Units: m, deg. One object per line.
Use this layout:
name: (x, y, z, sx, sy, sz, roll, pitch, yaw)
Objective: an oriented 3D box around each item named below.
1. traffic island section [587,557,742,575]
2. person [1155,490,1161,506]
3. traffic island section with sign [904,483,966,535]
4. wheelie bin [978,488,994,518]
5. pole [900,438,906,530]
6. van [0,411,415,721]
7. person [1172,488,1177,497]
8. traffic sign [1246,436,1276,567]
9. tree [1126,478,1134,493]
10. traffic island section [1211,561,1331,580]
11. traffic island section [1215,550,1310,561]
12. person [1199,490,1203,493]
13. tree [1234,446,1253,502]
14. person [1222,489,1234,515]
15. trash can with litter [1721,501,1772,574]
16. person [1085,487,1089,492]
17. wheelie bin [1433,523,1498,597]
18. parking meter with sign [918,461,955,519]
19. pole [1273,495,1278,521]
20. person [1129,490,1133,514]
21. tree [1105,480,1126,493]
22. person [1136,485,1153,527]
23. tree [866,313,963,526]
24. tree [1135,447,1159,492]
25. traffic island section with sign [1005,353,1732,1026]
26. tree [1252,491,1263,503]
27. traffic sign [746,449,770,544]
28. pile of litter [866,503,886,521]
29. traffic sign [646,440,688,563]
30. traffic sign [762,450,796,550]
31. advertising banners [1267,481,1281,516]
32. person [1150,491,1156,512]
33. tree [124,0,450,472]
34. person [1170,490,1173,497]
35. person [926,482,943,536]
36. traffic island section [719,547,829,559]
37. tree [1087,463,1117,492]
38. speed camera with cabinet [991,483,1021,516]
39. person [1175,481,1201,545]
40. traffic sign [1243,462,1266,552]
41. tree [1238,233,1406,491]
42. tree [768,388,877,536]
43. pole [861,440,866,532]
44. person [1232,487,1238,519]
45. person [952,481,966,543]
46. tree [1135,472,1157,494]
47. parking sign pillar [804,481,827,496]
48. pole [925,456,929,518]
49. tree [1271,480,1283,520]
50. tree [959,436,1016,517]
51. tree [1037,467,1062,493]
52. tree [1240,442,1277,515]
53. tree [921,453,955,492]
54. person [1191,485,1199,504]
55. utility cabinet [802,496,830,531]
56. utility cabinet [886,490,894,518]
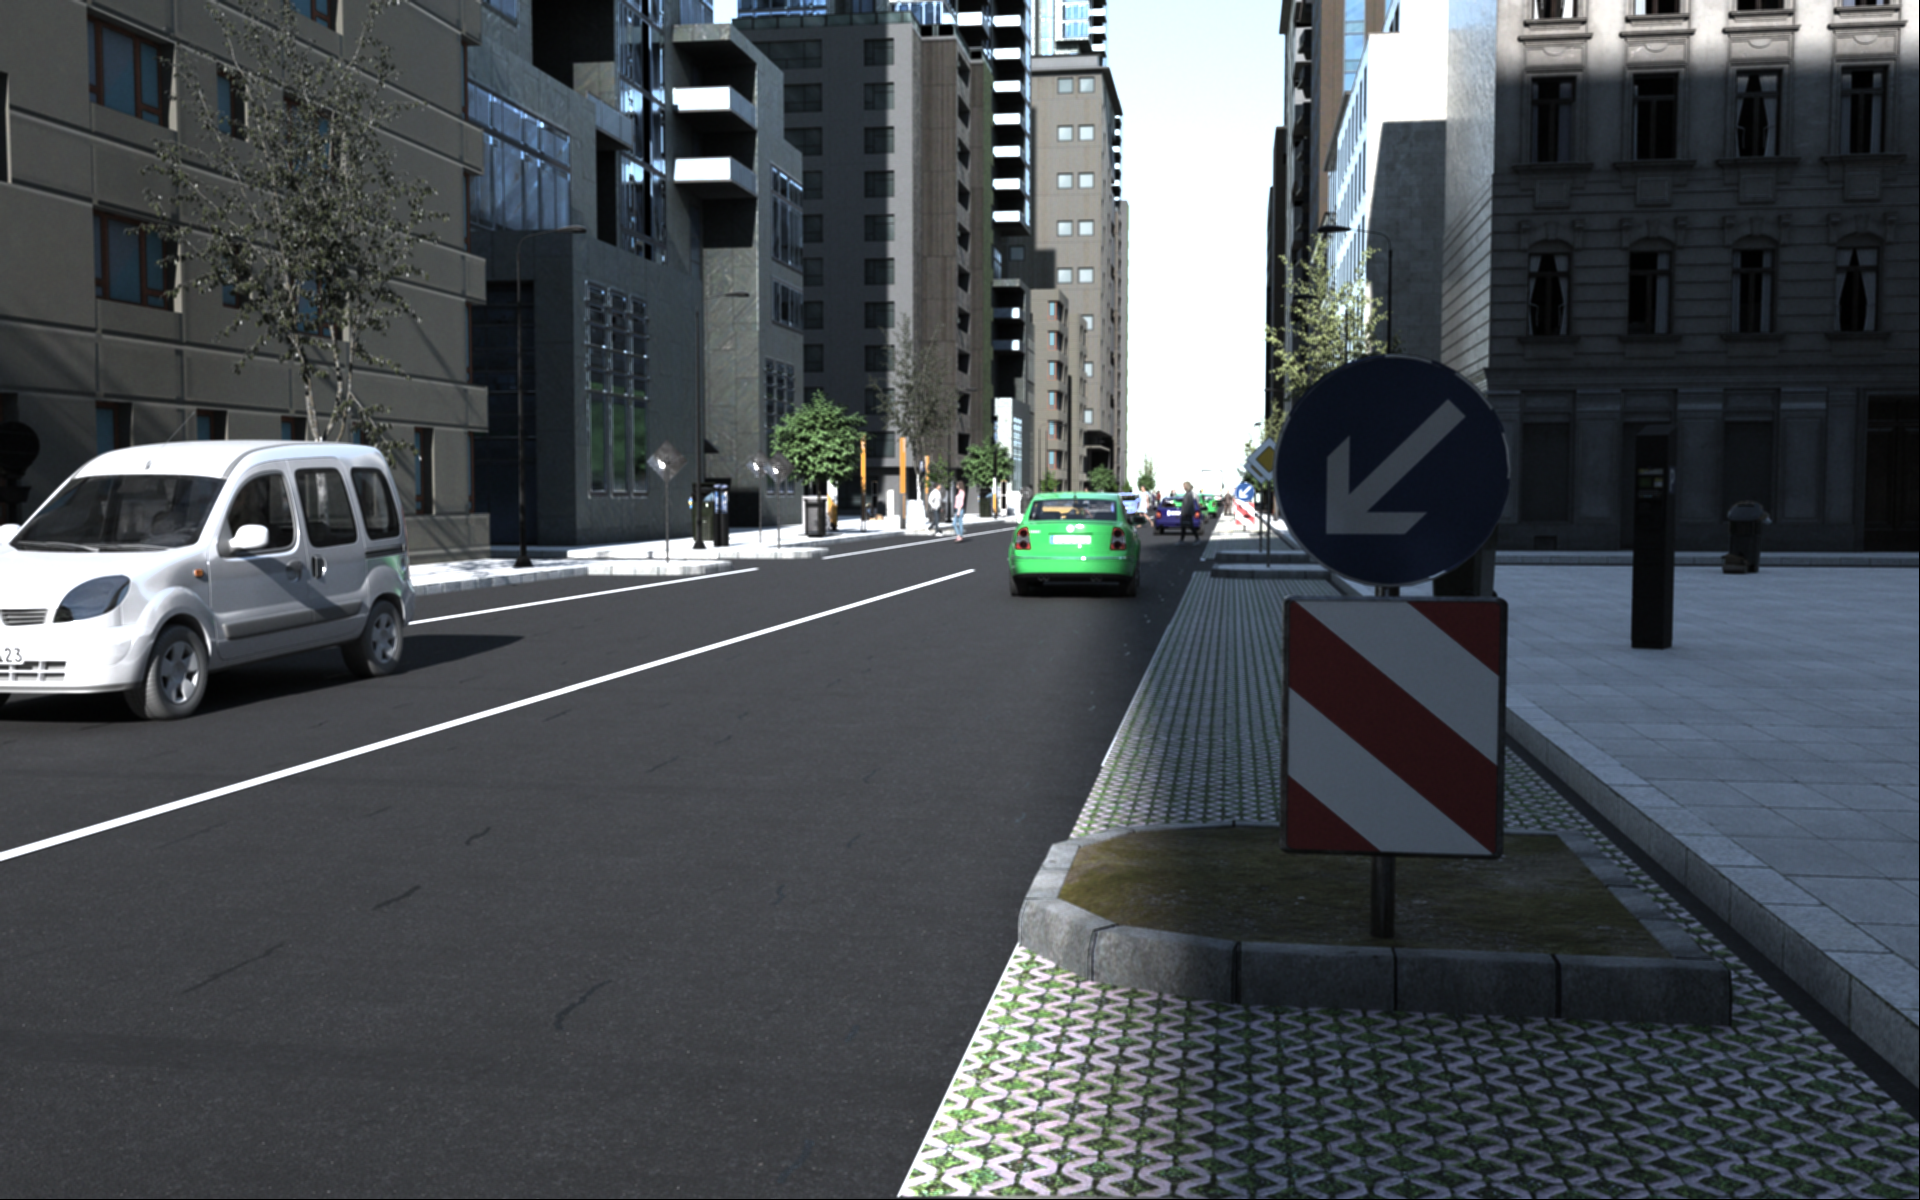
traffic island section: (-5.435, -0.598, 32.065, 2.009, 0.180, 2.903, 1, 4, 9)
person: (19.023, -9.633, 165.931, 0.705, 1.831, 1.348, 2, 4, 27)
traffic island section with sign: (-0.828, -3.229, 61.416, 1.989, 1.847, 2.006, 1, 4, 9)
wheelie bin: (1.419, -5.265, 93.997, 0.980, 1.594, 0.693, 1, 4, 11)
pole: (-2.070, -4.207, 62.622, 0.158, 3.312, 0.155, 0, 3, 0)
van: (-5.530, -0.327, 12.365, 2.013, 2.044, 4.112, 1, 4, 10)
person: (13.149, -5.973, 106.560, 0.834, 1.777, 0.661, 1, 4, 22)
traffic sign: (5.399, -1.630, 30.291, 0.795, 2.450, 0.064, 1, 4, 9)
tree: (20.095, -13.005, 207.236, 1.663, 3.219, 1.824, 0, 3, 0)
traffic island section: (5.424, -0.494, 30.364, 2.009, 0.180, 2.903, 1, 4, 9)
traffic island section: (6.660, -0.977, 38.254, 2.009, 0.180, 2.903, 1, 4, 9)
person: (16.980, -6.851, 121.297, 0.721, 1.735, 1.217, 1, 4, 22)
tree: (43.825, -19.157, 263.582, 4.360, 8.622, 3.978, 0, 3, 0)
person: (18.765, -6.853, 121.092, 0.434, 1.755, 0.990, -3, 5, -40)
trash can with litter: (12.737, -1.022, 28.094, 0.624, 1.170, 1.055, 2, 4, 34)
person: (7.182, -5.440, 97.545, 0.778, 1.811, 0.616, 3, 4, 37)
wheelie bin: (5.549, -0.688, 19.153, 0.693, 1.594, 0.980, 3, 4, 37)
parking meter with sign: (-1.285, -5.799, 91.075, 1.738, 3.016, 0.543, 2, 4, 26)
pole: (14.816, -5.341, 81.168, 0.158, 3.312, 0.155, 0, 3, 0)
person: (12.234, -6.949, 122.831, 0.721, 1.735, 1.217, 1, 4, 10)
tree: (16.380, -11.676, 185.503, 1.663, 3.219, 1.824, 0, 3, 0)
person: (7.946, -4.046, 74.746, 0.778, 1.811, 0.616, -1, 4, -15)
tree: (-1.670, -7.294, 69.615, 4.360, 8.622, 3.978, 0, 3, 0)
tree: (28.763, -19.238, 264.903, 4.737, 8.622, 4.395, 0, 3, 0)
traffic island section with sign: (1.237, 0.178, 5.710, 1.989, 1.847, 2.006, 1, 4, 9)
tree: (44.057, -16.220, 259.798, 1.663, 3.219, 1.824, 0, 3, 0)
traffic sign: (-5.175, -2.672, 44.871, 0.795, 2.450, 0.064, 1, 4, 13)
pile of litter: (-4.167, -4.313, 84.484, 1.176, 0.858, 1.719, 3, 5, 40)
traffic sign: (-5.410, -1.734, 31.999, 0.795, 2.450, 0.064, 1, 4, 9)
traffic sign: (-4.174, -2.217, 39.889, 0.795, 2.450, 0.064, 1, 4, 9)
advertising banners: (18.264, -6.388, 100.626, 0.090, 3.025, 2.074, -1, 4, -13)
person: (15.688, -8.014, 140.444, 0.530, 1.710, 0.541, 0, 4, -5)
tree: (-8.849, -4.479, 23.601, 4.360, 8.622, 3.978, 0, 3, 0)
person: (18.653, -8.796, 152.335, 0.705, 1.821, 1.348, 0, 4, 6)
person: (-0.895, -3.129, 59.508, 0.795, 1.843, 0.661, 2, 4, 29)
traffic island section: (-4.198, -1.081, 39.954, 2.009, 0.180, 2.903, 1, 4, 9)
tree: (14.841, -12.124, 181.943, 4.285, 4.588, 4.351, 0, 3, 0)
speed camera with cabinet: (2.751, -6.721, 104.219, 2.038, 3.252, 0.660, -3, 5, -40)
person: (6.390, -2.428, 48.376, 0.728, 1.800, 0.709, 0, 4, -4)
traffic sign: (6.636, -2.112, 38.180, 0.795, 2.450, 0.064, 1, 4, 9)
tree: (10.511, -5.997, 48.408, 4.737, 8.622, 4.395, 0, 3, 0)
tree: (-4.271, -4.281, 53.700, 4.285, 4.588, 4.351, 0, 3, 0)
pole: (-3.243, -3.933, 58.150, 0.158, 3.312, 0.155, 0, 3, 0)
person: (16.006, -5.635, 100.437, 0.447, 1.846, 0.655, -1, 4, -22)
person: (-0.030, -2.612, 51.217, 0.388, 1.821, 0.555, -1, 4, -16)
tree: (27.097, -16.478, 253.125, 4.285, 4.588, 4.351, 0, 3, 0)
parking sign pillar: (-6.979, -5.733, 82.203, 1.447, 3.967, 1.447, 0, 4, -4)
pole: (-1.748, -6.028, 92.393, 0.158, 3.312, 0.155, 0, 3, 0)
tree: (16.598, -5.634, 86.724, 1.663, 3.219, 1.824, 0, 3, 0)
tree: (1.594, -6.948, 97.308, 4.285, 4.588, 4.351, 0, 3, 0)
tree: (6.310, -7.951, 124.593, 1.663, 3.219, 1.824, 0, 3, 0)
tree: (19.866, -7.643, 108.673, 4.285, 4.588, 4.351, 0, 3, 0)
tree: (-1.040, -5.309, 81.396, 1.663, 3.219, 1.824, 0, 3, 0)
person: (9.609, -3.884, 72.120, 0.709, 1.813, 0.853, -2, 4, -27)
utility cabinet: (-5.033, -3.034, 60.762, 1.020, 1.237, 0.306, -3, 5, -39)
utility cabinet: (-3.757, -5.115, 92.307, 0.318, 1.500, 1.173, 0, 4, -8)
